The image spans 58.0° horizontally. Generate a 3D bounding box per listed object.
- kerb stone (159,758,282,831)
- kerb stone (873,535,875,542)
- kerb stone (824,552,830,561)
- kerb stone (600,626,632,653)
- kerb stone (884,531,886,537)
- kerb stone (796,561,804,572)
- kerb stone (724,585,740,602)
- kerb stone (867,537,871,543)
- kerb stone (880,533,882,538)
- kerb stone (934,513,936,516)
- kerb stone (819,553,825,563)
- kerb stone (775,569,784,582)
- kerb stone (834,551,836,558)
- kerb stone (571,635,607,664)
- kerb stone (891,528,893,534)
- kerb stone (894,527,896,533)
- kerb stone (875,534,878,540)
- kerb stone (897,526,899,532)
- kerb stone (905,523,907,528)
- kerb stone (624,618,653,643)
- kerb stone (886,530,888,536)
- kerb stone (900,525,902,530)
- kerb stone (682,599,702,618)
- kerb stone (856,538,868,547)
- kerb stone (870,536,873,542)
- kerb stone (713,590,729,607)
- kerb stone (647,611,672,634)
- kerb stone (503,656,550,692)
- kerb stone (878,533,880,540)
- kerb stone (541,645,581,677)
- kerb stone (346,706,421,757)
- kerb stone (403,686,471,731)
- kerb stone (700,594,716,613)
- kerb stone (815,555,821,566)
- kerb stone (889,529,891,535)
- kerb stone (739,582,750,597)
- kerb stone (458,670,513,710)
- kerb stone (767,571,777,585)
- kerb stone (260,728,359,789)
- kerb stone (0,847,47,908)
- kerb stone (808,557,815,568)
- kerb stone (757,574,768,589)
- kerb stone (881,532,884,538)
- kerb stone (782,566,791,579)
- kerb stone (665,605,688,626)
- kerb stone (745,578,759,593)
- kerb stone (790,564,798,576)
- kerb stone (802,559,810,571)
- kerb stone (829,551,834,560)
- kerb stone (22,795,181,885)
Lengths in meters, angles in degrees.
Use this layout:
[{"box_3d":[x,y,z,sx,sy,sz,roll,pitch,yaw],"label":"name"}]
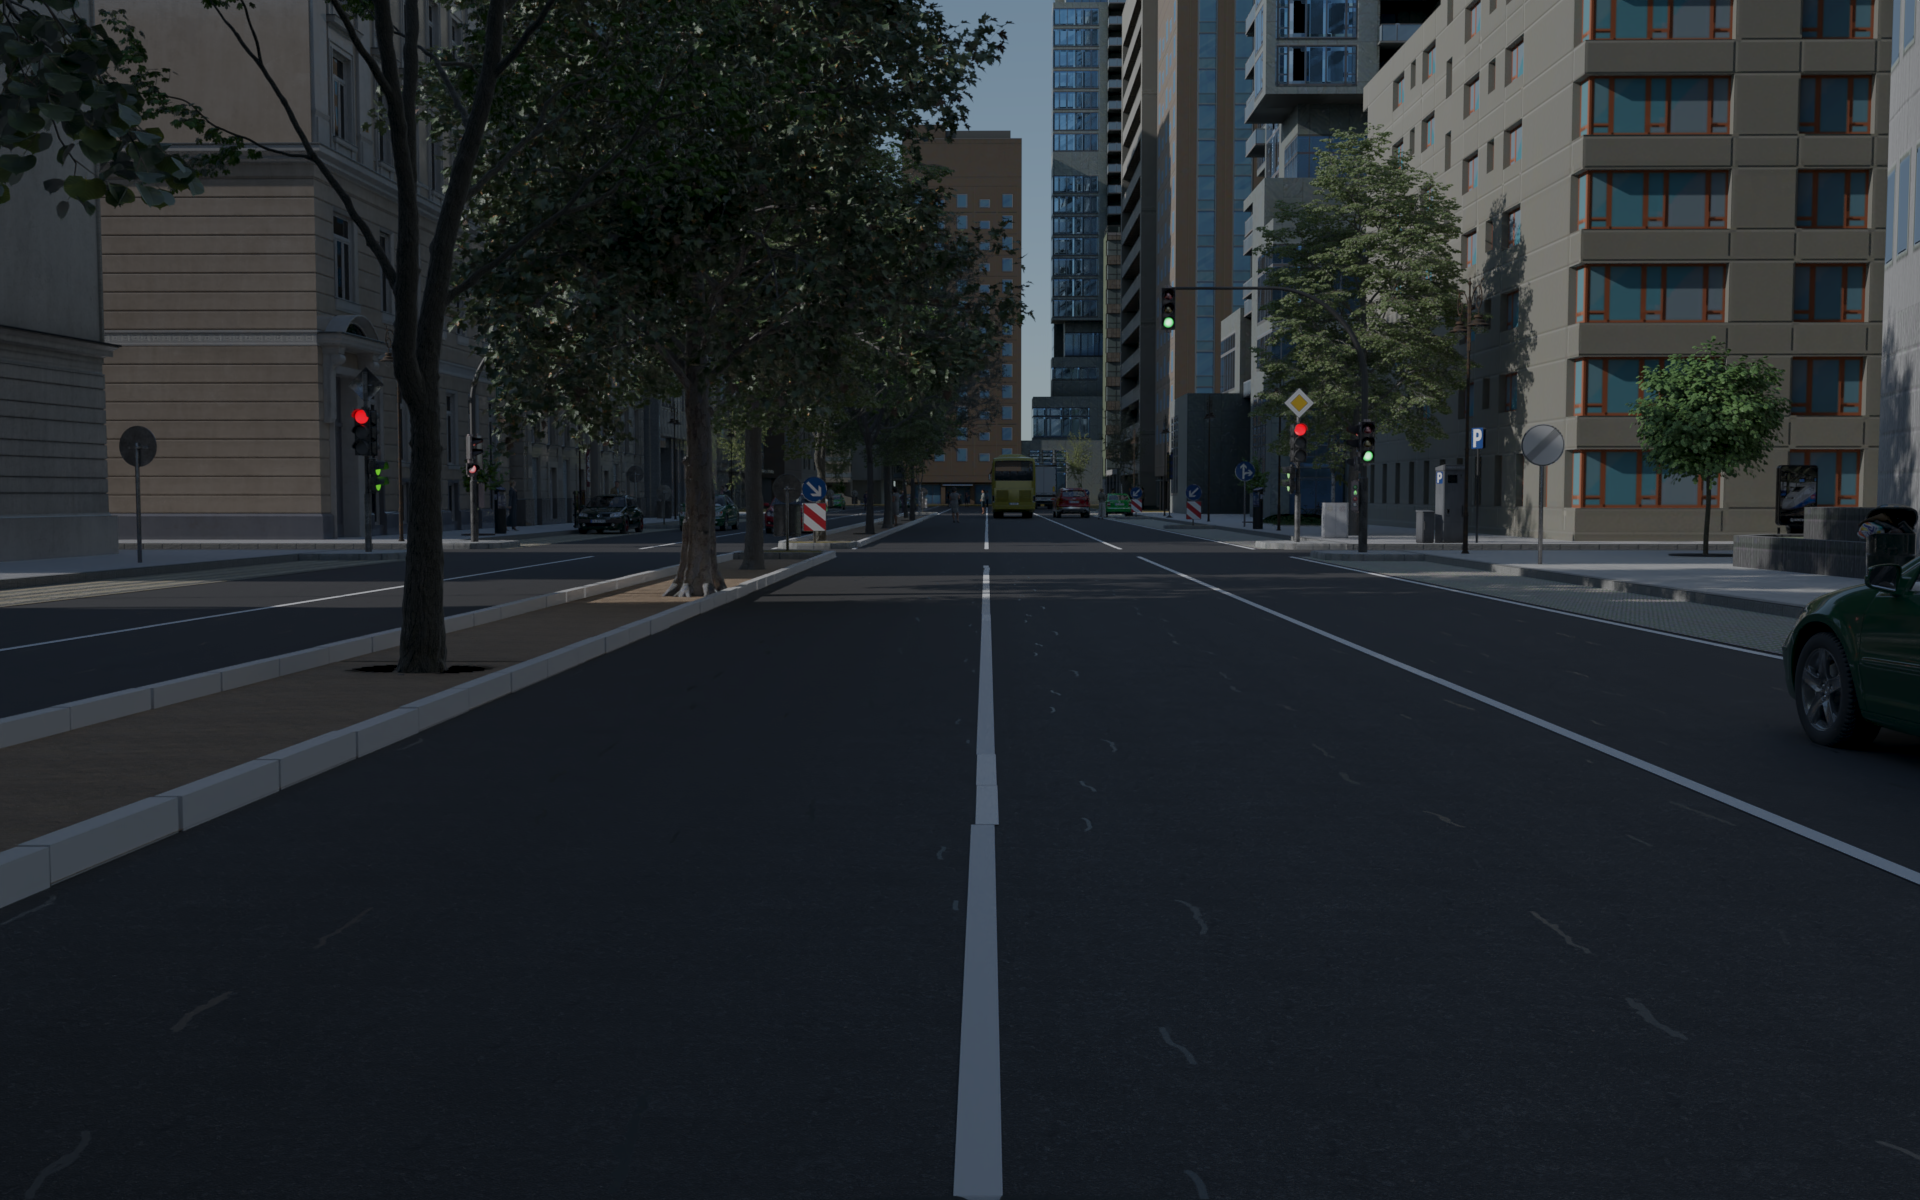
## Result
[{"box_3d":[-3.354,0.877,7.856,0.120,0.150,1.000,0,4,1],"label":"kerb stone"},{"box_3d":[-2.684,-1.786,51.454,0.120,0.150,1.000,0,4,1],"label":"kerb stone"},{"box_3d":[-2.910,-0.879,36.566,0.120,0.150,1.000,0,4,1],"label":"kerb stone"},{"box_3d":[-3.229,0.378,16.057,0.120,0.150,1.000,0,4,1],"label":"kerb stone"},{"box_3d":[-2.595,-2.101,56.586,0.120,0.150,1.000,0,4,1],"label":"kerb stone"},{"box_3d":[-2.990,-0.565,31.431,0.120,0.150,1.000,0,4,1],"label":"kerb stone"},{"box_3d":[-3.113,-0.063,23.226,0.120,0.150,1.000,0,4,1],"label":"kerb stone"},{"box_3d":[-2.709,-1.664,49.398,0.120,0.150,1.000,0,4,1],"label":"kerb stone"},{"box_3d":[-2.626,-1.975,54.539,0.120,0.150,1.000,0,4,1],"label":"kerb stone"},{"box_3d":[-1.765,-5.364,109.933,0.120,0.150,1.000,0,4,1],"label":"kerb stone"},{"box_3d":[-2.921,-0.816,35.544,0.120,0.150,1.000,0,4,1],"label":"kerb stone"},{"box_3d":[-3.034,-0.371,28.344,0.120,0.150,1.000,0,4,1],"label":"kerb stone"},{"box_3d":[-2.875,-1.004,38.614,0.120,0.150,1.000,0,4,1],"label":"kerb stone"},{"box_3d":[-3.252,0.439,15.024,0.120,0.150,1.000,0,4,1],"label":"kerb stone"},{"box_3d":[-2.537,-2.351,60.683,0.120,0.150,1.000,0,4,1],"label":"kerb stone"},{"box_3d":[-2.495,-2.480,62.741,0.120,0.150,1.000,0,4,1],"label":"kerb stone"},{"box_3d":[-2.658,-1.852,52.481,0.120,0.150,1.000,0,4,1],"label":"kerb stone"},{"box_3d":[-2.467,-2.605,64.793,0.120,0.150,1.000,0,4,1],"label":"kerb stone"},{"box_3d":[-2.374,-2.982,70.947,0.120,0.150,1.000,0,4,1],"label":"kerb stone"},{"box_3d":[-3.214,0.313,17.081,0.120,0.150,1.000,0,4,1],"label":"kerb stone"},{"box_3d":[-2.581,-2.166,57.608,0.120,0.150,1.000,0,4,1],"label":"kerb stone"},{"box_3d":[-2.437,-2.728,66.843,0.120,0.150,1.000,0,4,1],"label":"kerb stone"},{"box_3d":[-3.174,0.125,20.151,0.120,0.150,1.000,0,4,1],"label":"kerb stone"},{"box_3d":[-2.727,-1.600,48.376,0.120,0.150,1.000,0,4,1],"label":"kerb stone"},{"box_3d":[-2.699,-1.725,50.428,0.120,0.150,1.000,0,4,1],"label":"kerb stone"},{"box_3d":[-3.132,0.001,22.204,0.120,0.150,1.000,0,4,1],"label":"kerb stone"},{"box_3d":[-3.190,0.250,18.104,0.120,0.150,1.000,0,4,1],"label":"kerb stone"},{"box_3d":[-3.279,0.564,12.979,0.120,0.150,1.000,0,4,1],"label":"kerb stone"},{"box_3d":[-2.647,-1.913,53.510,0.120,0.150,1.000,0,4,1],"label":"kerb stone"},{"box_3d":[-3.264,0.502,14.002,0.120,0.150,1.000,0,4,1],"label":"kerb stone"},{"box_3d":[-3.321,0.757,9.908,0.120,0.150,1.000,0,4,1],"label":"kerb stone"},{"box_3d":[-3.310,0.689,10.930,0.120,0.150,1.000,0,4,1],"label":"kerb stone"},{"box_3d":[-3.149,0.067,21.178,0.120,0.150,1.000,0,4,1],"label":"kerb stone"},{"box_3d":[-2.938,-0.753,34.521,0.120,0.150,1.000,0,4,1],"label":"kerb stone"},{"box_3d":[-2.552,-2.291,59.658,0.120,0.150,1.000,0,4,1],"label":"kerb stone"},{"box_3d":[-3.098,-0.113,24.249,0.120,0.150,1.000,0,4,1],"label":"kerb stone"},{"box_3d":[-3.299,0.626,11.956,0.120,0.150,1.000,0,4,1],"label":"kerb stone"},{"box_3d":[-3.050,-0.314,27.322,0.120,0.150,1.000,0,4,1],"label":"kerb stone"},{"box_3d":[-3.341,0.814,8.886,0.120,0.150,1.000,0,4,1],"label":"kerb stone"},{"box_3d":[-3.383,1.004,5.807,0.120,0.150,1.000,0,4,1],"label":"kerb stone"},{"box_3d":[-2.958,-0.690,33.482,0.120,0.150,1.000,0,4,1],"label":"kerb stone"},{"box_3d":[-3.071,-0.251,26.300,0.120,0.150,1.000,0,4,1],"label":"kerb stone"},{"box_3d":[-2.619,-2.041,55.561,0.120,0.150,1.000,0,4,1],"label":"kerb stone"},{"box_3d":[-3.020,-0.439,29.369,0.120,0.150,1.000,0,4,1],"label":"kerb stone"},{"box_3d":[-3.184,0.188,19.126,0.120,0.150,1.000,0,4,1],"label":"kerb stone"},{"box_3d":[-3.091,-0.188,25.270,0.120,0.150,1.000,0,4,1],"label":"kerb stone"},{"box_3d":[-3.006,-0.495,30.405,0.120,0.150,1.000,0,4,1],"label":"kerb stone"},{"box_3d":[-2.972,-0.622,32.453,0.120,0.150,1.000,0,4,1],"label":"kerb stone"},{"box_3d":[-2.895,-0.942,37.592,0.120,0.150,1.000,0,4,1],"label":"kerb stone"},{"box_3d":[-3.377,0.940,6.832,0.120,0.150,1.000,0,4,1],"label":"kerb stone"}]
